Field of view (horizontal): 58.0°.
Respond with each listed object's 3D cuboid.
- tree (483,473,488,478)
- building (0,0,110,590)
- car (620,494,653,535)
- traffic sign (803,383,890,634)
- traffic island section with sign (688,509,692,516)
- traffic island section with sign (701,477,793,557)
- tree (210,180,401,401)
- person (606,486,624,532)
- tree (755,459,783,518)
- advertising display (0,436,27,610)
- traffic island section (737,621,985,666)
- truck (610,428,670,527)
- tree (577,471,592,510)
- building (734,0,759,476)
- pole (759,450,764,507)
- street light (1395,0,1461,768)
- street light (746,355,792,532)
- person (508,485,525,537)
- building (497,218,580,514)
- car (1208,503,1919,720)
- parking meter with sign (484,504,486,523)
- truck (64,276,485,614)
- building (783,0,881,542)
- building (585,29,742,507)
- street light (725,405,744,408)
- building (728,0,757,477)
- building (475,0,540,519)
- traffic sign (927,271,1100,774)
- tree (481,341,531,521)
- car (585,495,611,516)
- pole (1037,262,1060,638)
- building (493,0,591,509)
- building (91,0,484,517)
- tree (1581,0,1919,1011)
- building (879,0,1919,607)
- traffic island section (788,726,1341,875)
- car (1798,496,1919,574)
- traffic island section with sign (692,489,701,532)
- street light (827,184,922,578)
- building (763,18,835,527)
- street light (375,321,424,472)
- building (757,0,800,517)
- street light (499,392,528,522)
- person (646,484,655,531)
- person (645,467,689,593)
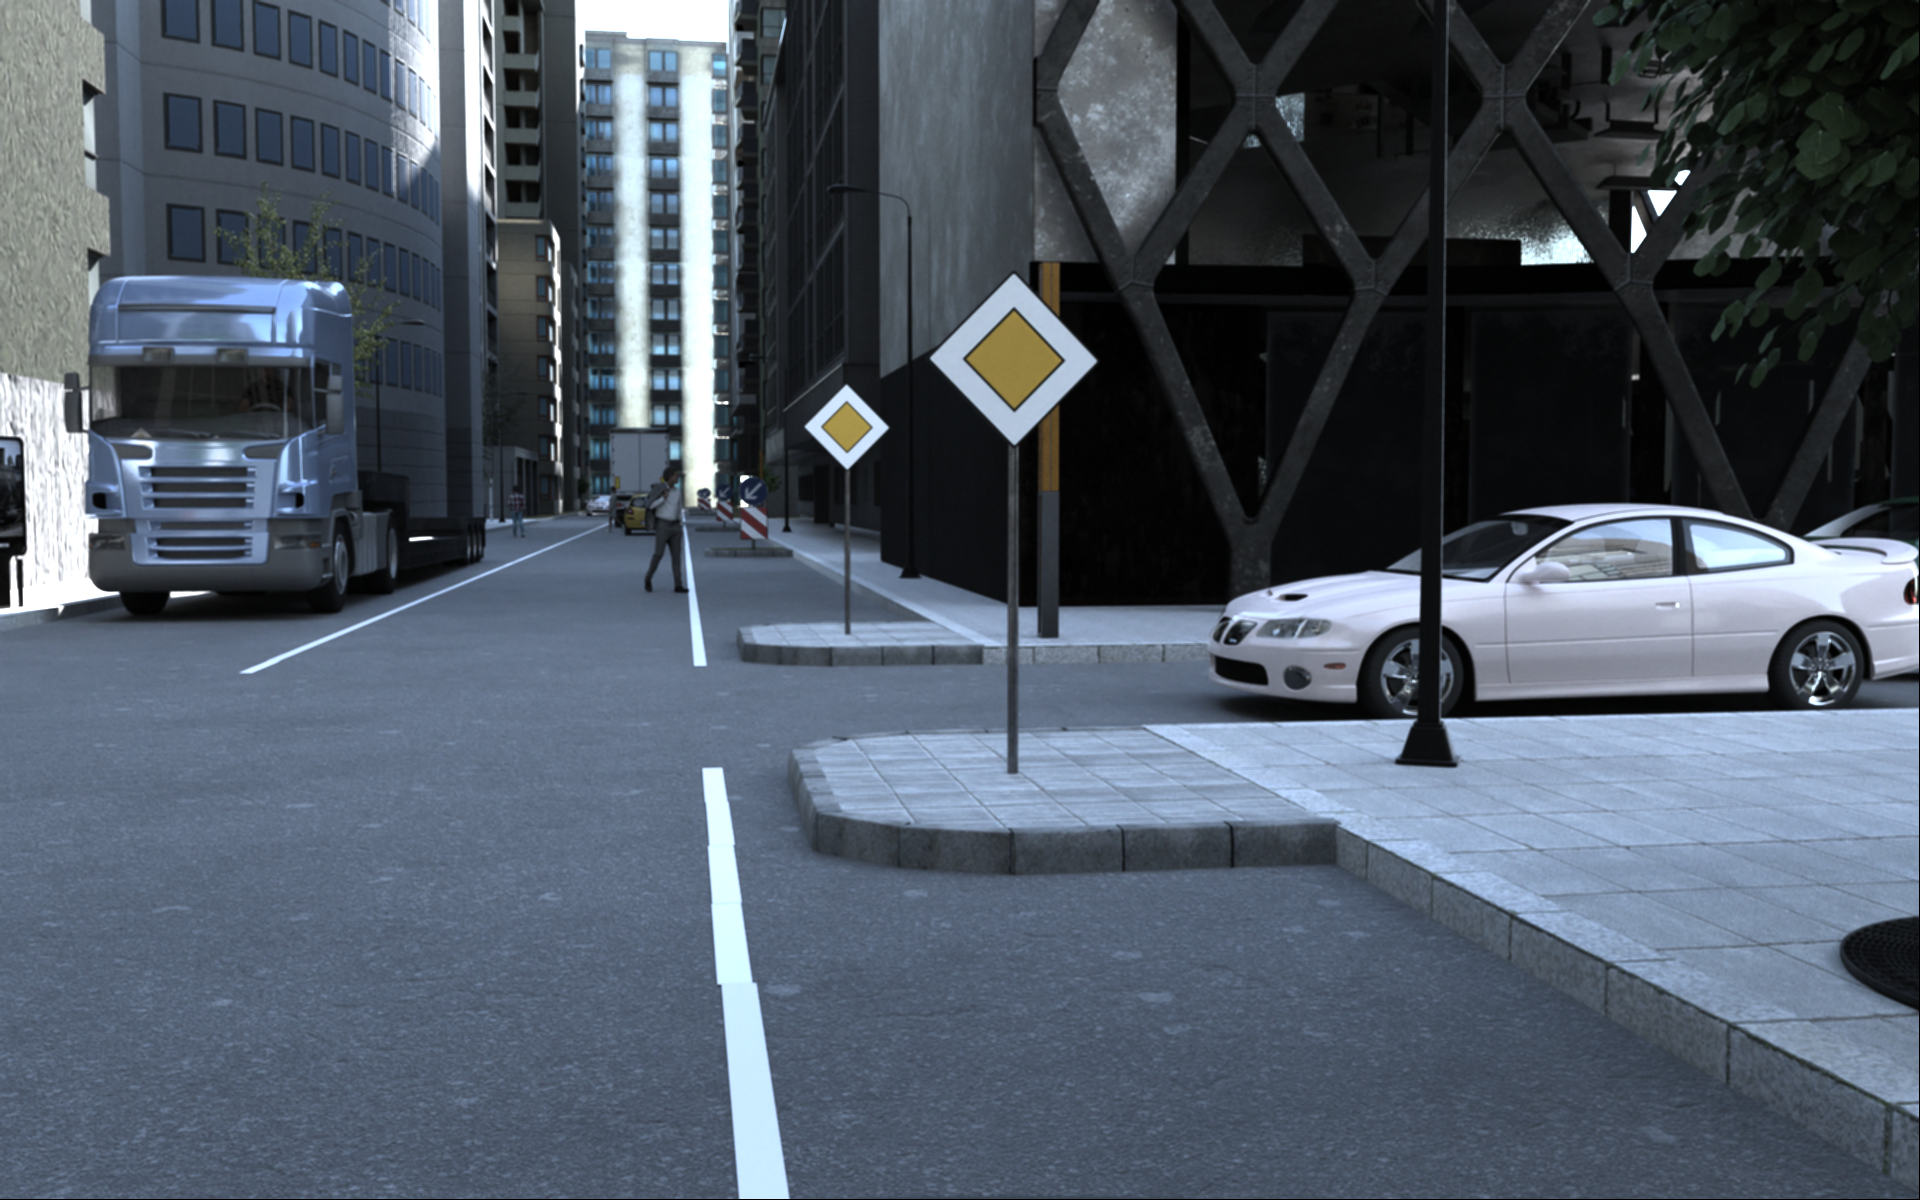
[{"bbox_3d":[-21.570,-4.941,75.383,1.663,3.219,1.824,0,3,0],"label":"tree"},{"bbox_3d":[-19.251,-15.115,18.834,14.160,30.474,14.107,-1,4,-9],"label":"building"},{"bbox_3d":[-11.093,-3.151,61.745,2.015,1.641,3.980,-1,4,-10],"label":"car"},{"bbox_3d":[-1.030,-0.743,15.784,0.795,2.450,0.064,-1,4,-9],"label":"traffic sign"},{"bbox_3d":[-17.192,-6.587,116.330,1.989,1.847,2.006,-1,4,-9],"label":"traffic island section with sign"},{"bbox_3d":[-4.925,-1.929,40.160,1.989,1.847,2.006,-1,4,-9],"label":"traffic island section with sign"},{"bbox_3d":[-15.838,-5.584,41.658,4.737,8.622,4.395,0,3,0],"label":"tree"},{"bbox_3d":[-12.984,-3.412,65.040,0.466,1.731,0.760,3,5,42],"label":"person"},{"bbox_3d":[-10.420,-6.033,93.240,1.663,3.219,1.824,0,3,0],"label":"tree"},{"bbox_3d":[-10.704,-0.854,19.181,0.123,1.923,0.974,0,4,6],"label":"advertising display"},{"bbox_3d":[-1.008,0.392,15.865,2.009,0.180,2.903,-1,4,-9],"label":"traffic island section"},{"bbox_3d":[-14.433,-5.497,78.782,2.839,4.237,11.283,-1,4,-9],"label":"truck"},{"bbox_3d":[-30.839,-8.937,140.726,1.663,3.219,1.824,0,3,0],"label":"tree"},{"bbox_3d":[-4.763,-28.723,124.251,22.147,44.769,28.867,-1,4,-9],"label":"building"},{"bbox_3d":[-9.159,-5.270,80.007,0.158,3.312,0.155,0,3,0],"label":"pole"},{"bbox_3d":[1.707,-2.171,8.034,1.470,5.913,1.316,-1,4,-9],"label":"street light"},{"bbox_3d":[-6.379,-5.240,58.215,1.470,5.913,1.316,-1,4,-9],"label":"street light"},{"bbox_3d":[-14.728,-2.949,57.560,0.563,1.720,0.643,-1,4,-18],"label":"person"},{"bbox_3d":[-41.672,-16.894,121.253,27.650,21.520,28.899,-1,4,-9],"label":"building"},{"bbox_3d":[4.072,0.037,11.761,4.827,1.381,2.083,-1,4,-11],"label":"car"},{"bbox_3d":[-22.064,-5.021,78.357,1.738,3.016,0.543,3,5,42],"label":"parking meter with sign"},{"bbox_3d":[-9.830,-2.316,27.618,2.967,4.110,18.799,-1,4,-9],"label":"truck"},{"bbox_3d":[2.758,-15.621,48.918,14.314,27.812,24.014,-1,4,-9],"label":"building"},{"bbox_3d":[-37.482,-34.375,181.642,30.456,49.044,23.786,-1,4,-9],"label":"building"},{"bbox_3d":[-11.516,-7.195,90.177,1.470,5.913,1.316,-1,4,-9],"label":"street light"},{"bbox_3d":[-6.538,-34.493,153.194,28.713,52.752,27.495,-1,4,-9],"label":"building"},{"bbox_3d":[-34.565,-40.202,95.557,20.563,71.187,20.611,-1,4,-9],"label":"building"},{"bbox_3d":[0.240,-0.260,7.901,0.795,2.450,0.064,-1,4,-9],"label":"traffic sign"},{"bbox_3d":[-22.612,-8.080,82.475,4.360,8.622,3.978,0,3,0],"label":"tree"},{"bbox_3d":[-23.884,-6.294,115.264,2.083,1.381,4.827,-1,4,-10],"label":"car"},{"bbox_3d":[0.788,-1.319,15.406,0.158,3.312,0.155,0,3,0],"label":"pole"},{"bbox_3d":[-43.869,-32.279,151.456,21.600,48.544,21.300,-1,4,-9],"label":"building"},{"bbox_3d":[-28.556,-31.503,57.066,21.231,58.520,28.212,-1,4,-9],"label":"building"},{"bbox_3d":[3.139,-1.264,4.380,4.285,4.588,4.351,0,3,0],"label":"tree"},{"bbox_3d":[8.069,-9.666,25.494,16.811,18.784,16.820,-1,4,-9],"label":"building"},{"bbox_3d":[0.262,0.875,7.981,2.009,0.180,2.903,-1,4,-9],"label":"traffic island section"},{"bbox_3d":[8.821,-0.151,14.264,4.920,1.459,2.131,-1,4,-11],"label":"car"},{"bbox_3d":[-9.204,-3.556,66.775,1.989,1.847,2.006,-1,4,-9],"label":"traffic island section with sign"},{"bbox_3d":[-1.297,-3.285,26.244,1.470,5.913,1.316,-1,4,-9],"label":"street light"},{"bbox_3d":[-0.748,-15.708,75.894,14.314,24.678,30.058,-1,4,-9],"label":"building"},{"bbox_3d":[-15.026,-4.518,46.410,1.470,5.913,1.316,-1,4,-9],"label":"street light"},{"bbox_3d":[-4.961,-20.248,102.749,14.160,30.474,14.107,-1,4,-9],"label":"building"},{"bbox_3d":[-20.248,-6.482,78.525,1.470,5.913,1.316,-1,4,-9],"label":"street light"},{"bbox_3d":[-11.904,-3.563,66.769,0.660,1.820,0.620,0,4,3],"label":"person"},{"bbox_3d":[-4.314,-1.020,25.280,0.850,1.850,0.679,3,4,38],"label":"person"}]
